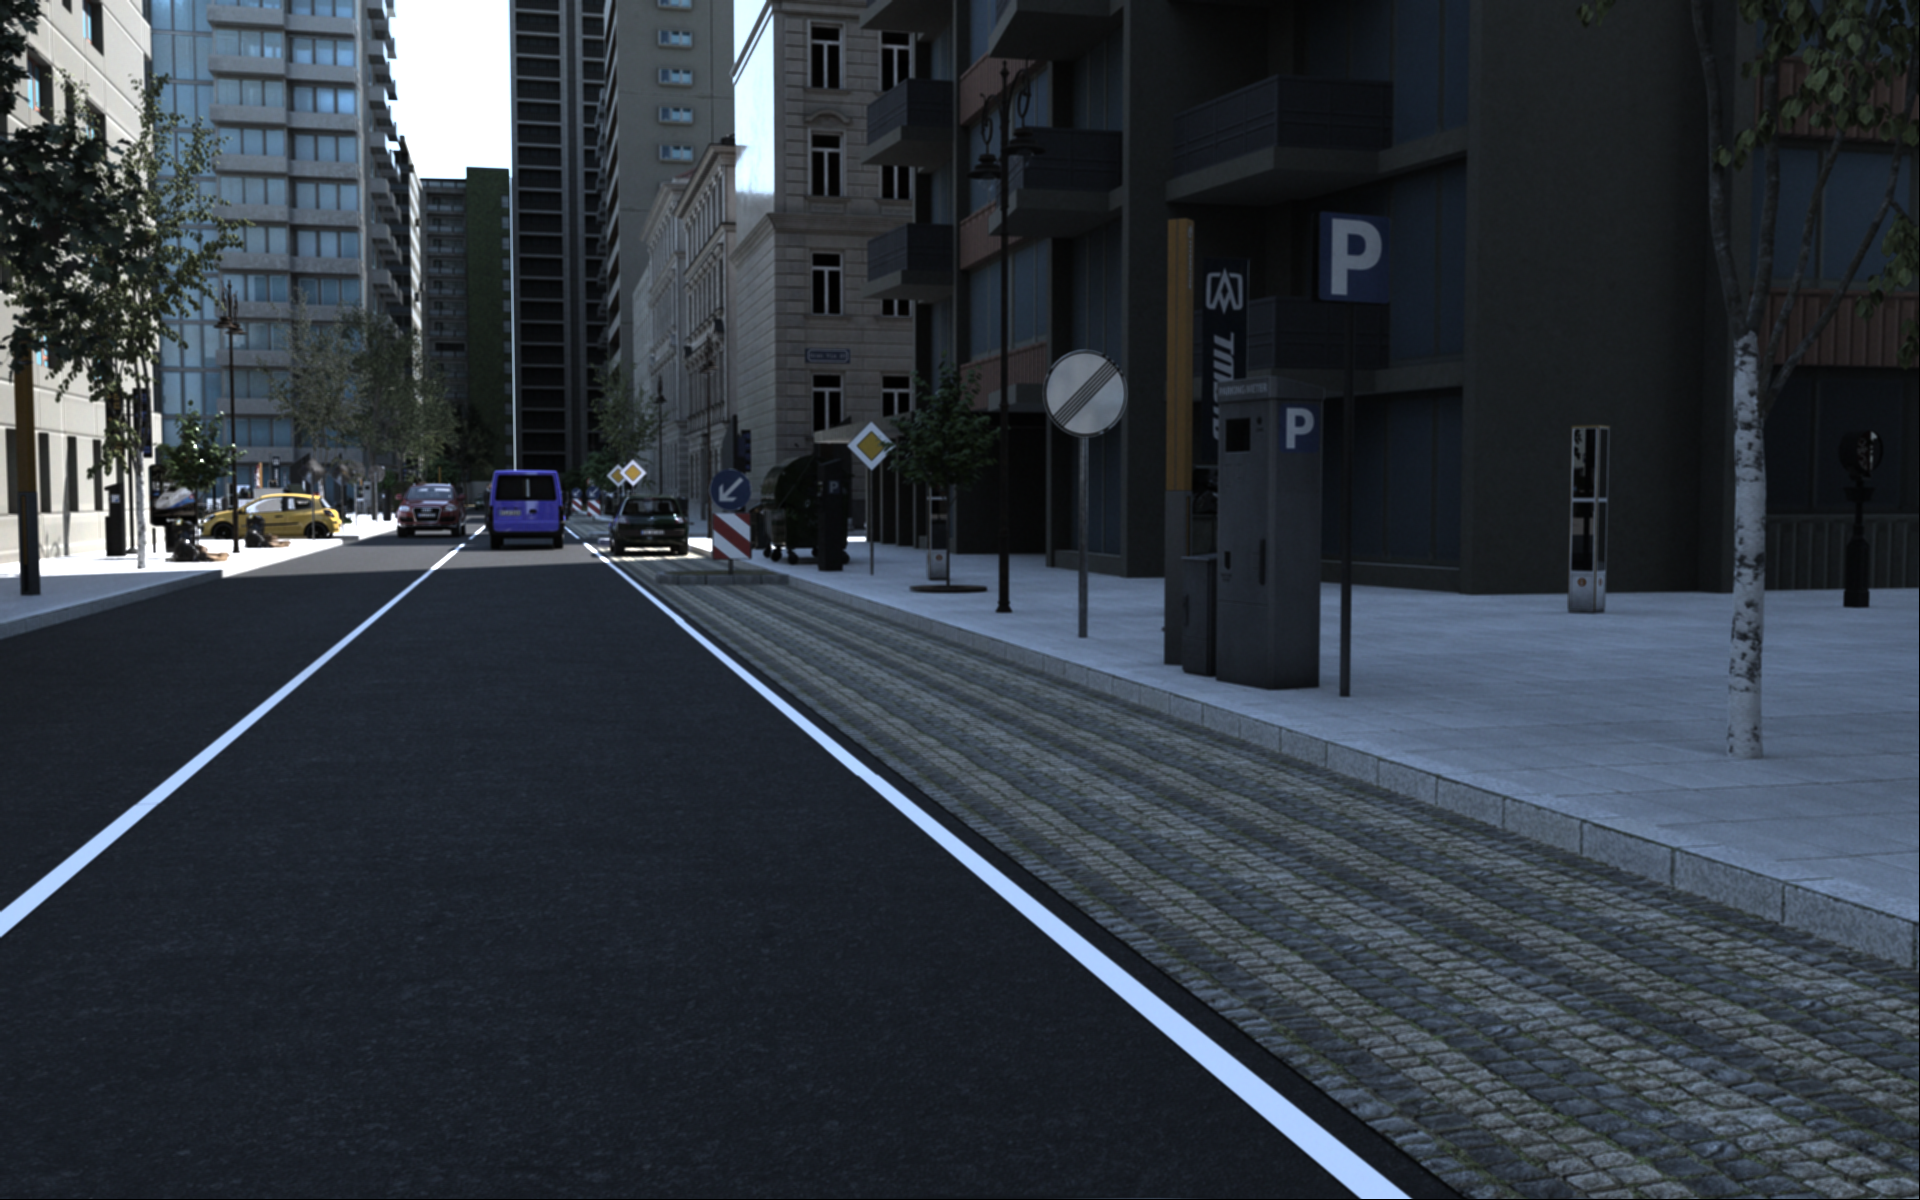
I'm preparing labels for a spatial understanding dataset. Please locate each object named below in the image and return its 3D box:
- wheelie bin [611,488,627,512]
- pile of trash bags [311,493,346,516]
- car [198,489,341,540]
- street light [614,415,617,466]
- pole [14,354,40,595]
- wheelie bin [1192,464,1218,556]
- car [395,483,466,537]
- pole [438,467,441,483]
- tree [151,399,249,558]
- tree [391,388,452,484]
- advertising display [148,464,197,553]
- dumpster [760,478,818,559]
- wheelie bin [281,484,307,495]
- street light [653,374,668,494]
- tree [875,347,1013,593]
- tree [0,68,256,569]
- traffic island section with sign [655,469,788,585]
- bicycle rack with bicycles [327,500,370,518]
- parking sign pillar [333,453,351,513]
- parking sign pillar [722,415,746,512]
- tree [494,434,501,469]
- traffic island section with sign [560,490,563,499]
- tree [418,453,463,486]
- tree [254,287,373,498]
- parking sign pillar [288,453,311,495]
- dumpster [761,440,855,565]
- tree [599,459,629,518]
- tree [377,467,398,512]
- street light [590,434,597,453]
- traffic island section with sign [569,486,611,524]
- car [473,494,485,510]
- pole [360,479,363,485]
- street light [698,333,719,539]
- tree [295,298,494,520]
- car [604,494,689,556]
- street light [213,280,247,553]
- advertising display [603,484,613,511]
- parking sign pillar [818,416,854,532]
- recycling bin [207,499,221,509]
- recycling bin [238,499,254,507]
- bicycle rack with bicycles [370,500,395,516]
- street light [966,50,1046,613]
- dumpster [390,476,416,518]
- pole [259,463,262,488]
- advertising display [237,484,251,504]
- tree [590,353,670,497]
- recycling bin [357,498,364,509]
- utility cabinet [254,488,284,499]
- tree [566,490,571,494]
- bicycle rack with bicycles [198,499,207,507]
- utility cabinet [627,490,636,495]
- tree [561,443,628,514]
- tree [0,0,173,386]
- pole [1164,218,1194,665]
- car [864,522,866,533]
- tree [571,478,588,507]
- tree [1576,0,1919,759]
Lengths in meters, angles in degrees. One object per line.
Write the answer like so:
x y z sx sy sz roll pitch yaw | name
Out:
-18.094 -5.154 92.170 0.980 1.594 0.693 2 4 24 | wheelie bin
-35.250 -5.150 93.950 1.912 1.369 3.447 3 5 39 | pile of trash bags
-20.671 -2.550 51.922 3.980 1.641 2.015 -1 4 -13 | car
-19.610 -7.701 98.694 0.468 5.910 1.993 -1 4 -14 | street light
-11.818 -1.717 21.922 0.158 3.312 0.155 0 3 0 | pole
2.648 -0.640 18.365 0.693 1.594 0.980 3 5 43 | wheelie bin
-18.040 -3.092 59.220 2.281 1.827 5.304 -1 4 -13 | car
-38.560 -8.230 128.404 0.158 3.312 0.155 0 3 0 | pole
-15.667 -2.491 35.334 1.663 3.219 1.824 0 3 0 | tree
-34.438 -9.822 110.957 4.737 8.622 4.395 0 3 0 | tree
-17.235 -2.002 37.953 0.974 1.923 0.123 -3 5 -45 | advertising display
-3.217 -1.747 34.323 1.264 1.857 1.865 -1 4 -14 | dumpster
-20.943 -2.846 54.438 0.693 1.594 0.980 1 4 20 | wheelie bin
-11.555 -5.753 66.846 0.468 5.910 1.993 -1 4 -14 | street light
-0.176 -1.737 23.002 1.663 3.219 1.824 0 3 0 | tree
-14.270 -4.834 29.401 4.737 8.622 4.395 0 3 0 | tree
-3.899 -1.186 28.019 1.989 1.847 2.006 -1 4 -14 | traffic island section with sign
-30.763 -4.313 83.894 2.925 0.926 2.852 1 4 9 | bicycle rack with bicycles
-41.365 -7.772 115.549 1.447 3.967 1.447 -3 4 -38 | parking sign pillar
-7.777 -4.345 59.509 1.447 3.967 1.447 -2 4 -25 | parking sign pillar
-31.643 -10.034 98.472 8.767 10.594 7.601 3 4 39 | tree
-24.171 -6.118 108.652 1.989 1.847 2.006 -1 4 -14 | traffic island section with sign
-44.409 -10.016 147.478 4.285 4.588 4.351 0 3 0 | tree
-22.648 -6.779 61.201 4.360 8.622 3.978 0 3 0 | tree
-42.800 -7.567 112.199 1.447 3.967 1.447 -3 4 -38 | parking sign pillar
-2.822 -1.813 32.138 1.502 2.255 1.985 -1 4 -14 | dumpster
-20.815 -6.740 104.804 1.663 3.219 1.824 0 3 0 | tree
-41.269 -7.992 125.273 1.663 3.219 1.824 0 3 0 | tree
-27.461 -9.602 129.776 0.468 5.910 1.993 -1 4 -14 | street light
-17.590 -4.519 82.509 1.989 1.847 2.006 -1 4 -14 | traffic island section with sign
-42.559 -8.781 155.359 2.131 1.459 4.920 -1 4 -15 | car
-39.927 -7.441 115.501 0.158 3.312 0.155 0 3 0 | pole
-7.206 -4.705 49.714 0.468 5.910 1.993 -1 4 -14 | street light
-28.671 -9.125 83.600 8.767 10.594 7.601 2 4 32 | tree
-7.484 -1.938 41.481 2.009 1.686 4.222 -1 4 -13 | car
-15.750 -3.959 37.515 0.468 5.910 1.993 -1 4 -14 | street light
-21.896 -6.325 108.624 0.974 1.923 0.123 1 4 13 | advertising display
-4.374 -4.348 59.562 1.447 3.967 1.447 0 4 0 | parking sign pillar
-41.629 -5.163 96.967 0.722 1.027 0.722 2 4 27 | recycling bin
-34.844 -4.423 84.869 0.722 1.027 0.722 1 4 9 | recycling bin
-33.799 -5.358 100.980 2.925 0.926 2.852 3 5 44 | bicycle rack with bicycles
0.477 -2.804 18.627 0.468 5.910 1.993 -1 4 -14 | street light
-29.615 -5.510 92.574 1.502 2.255 1.985 -1 4 -14 | dumpster
-45.144 -7.217 111.841 0.158 3.312 0.155 0 3 0 | pole
-48.134 -6.794 116.296 0.974 1.923 0.123 -3 5 -39 | advertising display
-17.440 -8.553 90.210 4.737 8.622 4.395 0 3 0 | tree
-37.740 -5.947 109.791 0.722 1.027 0.722 1 4 17 | recycling bin
-25.593 -3.406 64.362 1.173 1.500 0.318 -2 4 -27 | utility cabinet
-45.700 -12.786 203.644 1.663 3.219 1.824 0 3 0 | tree
-51.629 -6.263 115.777 2.852 0.926 2.925 2 4 28 | bicycle rack with bicycles
-16.420 -4.767 86.620 0.318 1.500 1.173 -1 4 -19 | utility cabinet
-23.082 -7.896 112.808 4.285 4.588 4.351 0 3 0 | tree
-10.879 -5.836 12.428 9.611 12.733 9.660 0 3 0 | tree
1.643 -1.170 12.971 0.158 3.312 0.155 0 3 0 | pole
-0.713 -2.690 56.338 4.827 1.381 2.083 -1 4 -14 | car
-38.570 -11.181 177.417 1.663 3.219 1.824 0 3 0 | tree
3.888 -3.524 7.976 4.737 8.622 4.395 0 3 0 | tree
